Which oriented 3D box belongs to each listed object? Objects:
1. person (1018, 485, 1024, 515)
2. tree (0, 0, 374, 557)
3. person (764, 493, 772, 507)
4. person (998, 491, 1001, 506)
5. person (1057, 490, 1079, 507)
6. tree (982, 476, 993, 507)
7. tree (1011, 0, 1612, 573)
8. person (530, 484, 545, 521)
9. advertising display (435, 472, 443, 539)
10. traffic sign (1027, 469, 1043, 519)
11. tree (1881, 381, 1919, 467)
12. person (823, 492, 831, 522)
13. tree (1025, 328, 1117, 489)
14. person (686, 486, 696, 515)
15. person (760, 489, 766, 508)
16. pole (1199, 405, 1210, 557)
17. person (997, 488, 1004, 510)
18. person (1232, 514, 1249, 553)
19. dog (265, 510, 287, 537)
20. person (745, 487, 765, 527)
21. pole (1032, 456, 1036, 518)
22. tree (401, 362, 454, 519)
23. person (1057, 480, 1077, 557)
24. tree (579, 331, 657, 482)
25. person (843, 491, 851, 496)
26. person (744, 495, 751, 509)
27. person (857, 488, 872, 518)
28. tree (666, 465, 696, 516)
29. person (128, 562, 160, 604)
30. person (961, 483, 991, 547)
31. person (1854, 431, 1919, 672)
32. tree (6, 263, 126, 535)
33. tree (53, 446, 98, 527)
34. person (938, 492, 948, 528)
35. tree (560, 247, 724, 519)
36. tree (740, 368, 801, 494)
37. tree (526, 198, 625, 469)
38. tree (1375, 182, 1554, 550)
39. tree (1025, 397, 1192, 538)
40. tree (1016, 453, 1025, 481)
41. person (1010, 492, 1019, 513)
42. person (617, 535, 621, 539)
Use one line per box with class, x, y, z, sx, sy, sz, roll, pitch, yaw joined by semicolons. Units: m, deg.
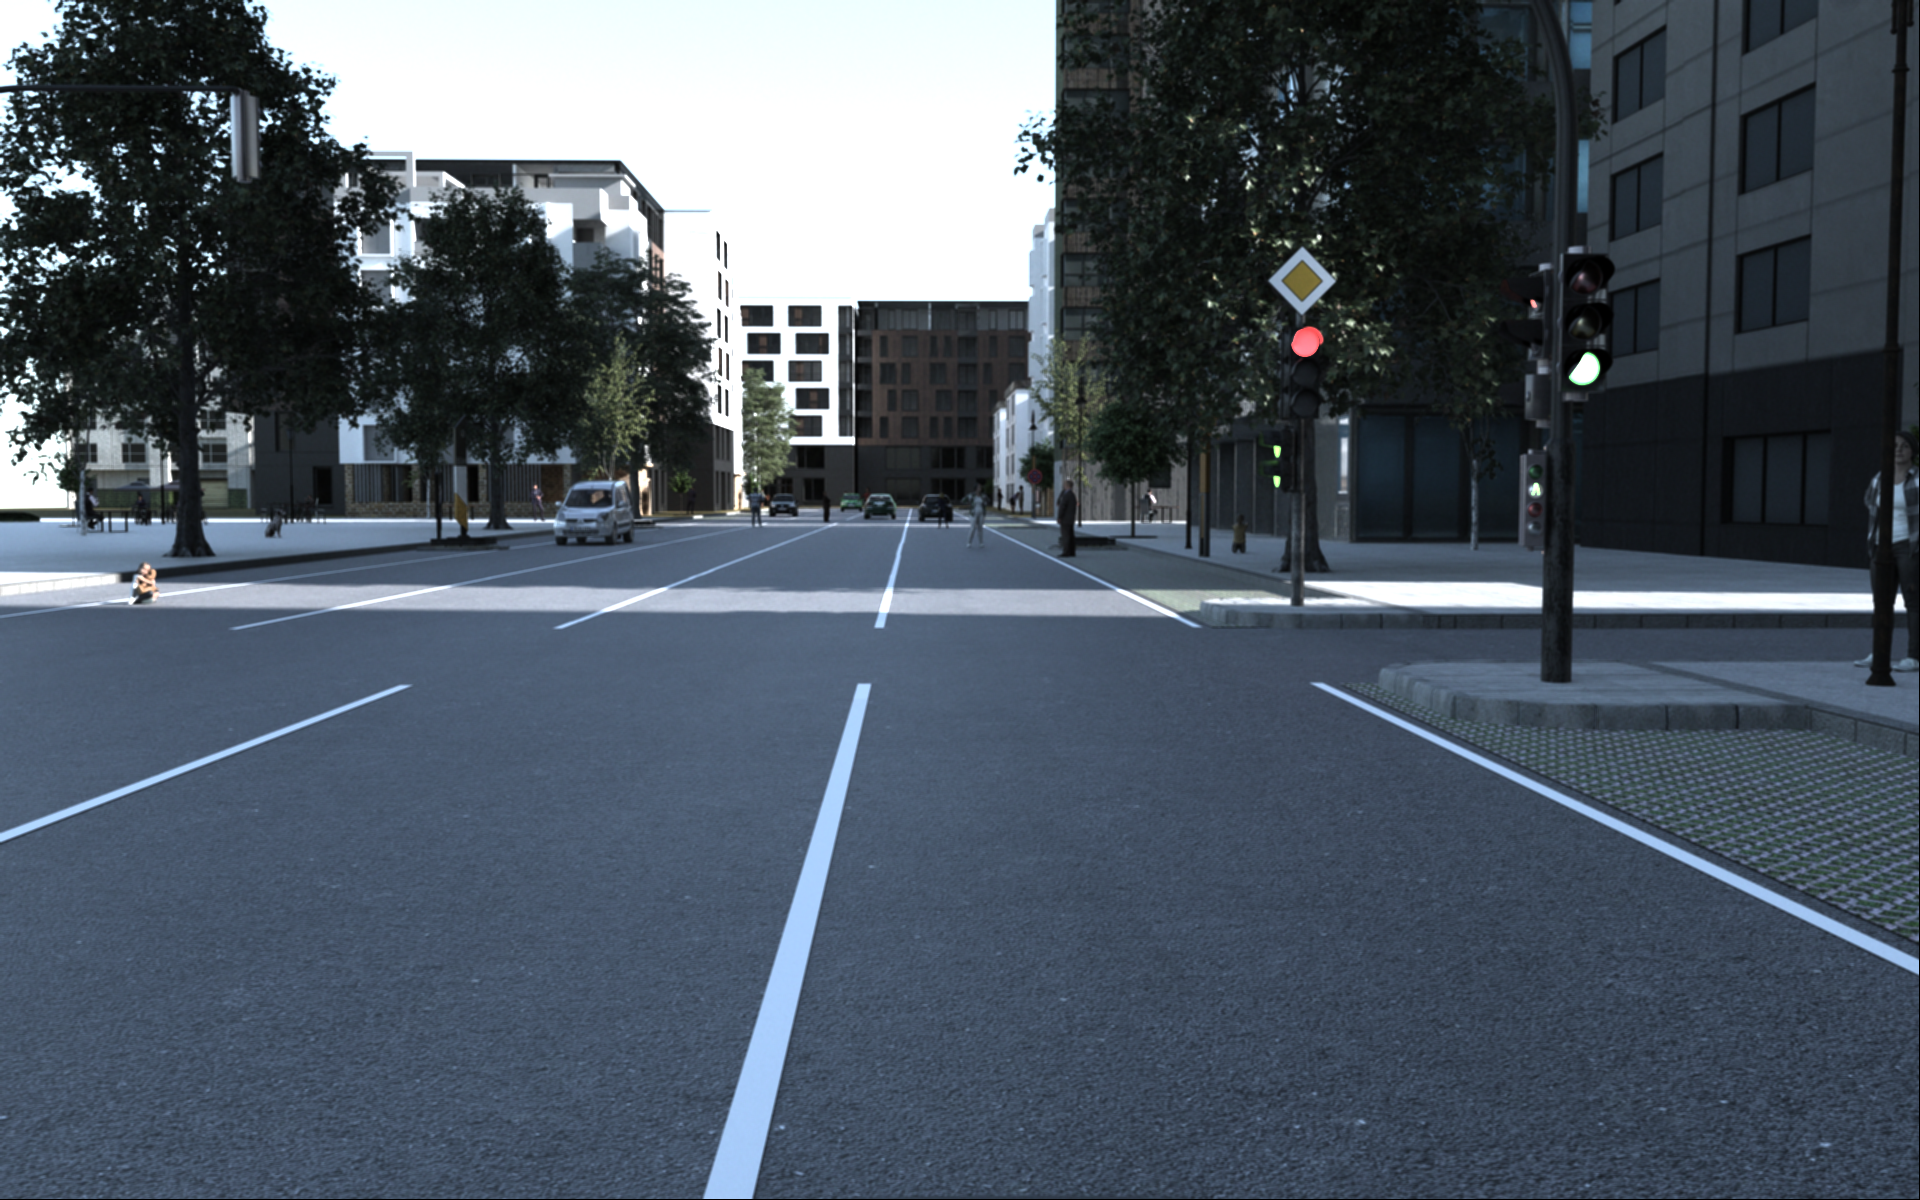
person;3.810;-6.284;108.788;0.705;1.824;1.348;0;4;-4
tree;-15.812;-7.242;35.409;9.611;12.733;9.660;0;3;0
person;-18.961;-9.882;170.872;1.065;1.426;0.557;2;4;30
person;3.400;-8.566;147.566;0.415;1.643;0.593;0;4;-1
person;4.706;-4.222;75.633;0.990;1.755;0.434;1;4;9
tree;2.900;-10.876;172.428;1.663;3.219;1.824;0;3;0
tree;5.665;-6.815;28.438;9.611;12.733;9.660;0;3;0
person;-19.955;-4.609;81.854;0.683;1.767;0.568;-2;4;-24
advertising display;-15.046;-2.739;49.992;0.123;1.923;0.974;-1;4;-12
traffic sign;3.807;-5.376;88.008;0.768;2.556;0.104;0;4;4
tree;14.376;-1.884;25.400;1.663;3.219;1.824;0;3;0
person;-6.869;-4.798;89.216;0.388;1.546;0.482;-1;4;-19
tree;5.072;-7.762;77.274;4.737;8.622;4.395;0;3;0
person;-16.463;-6.098;106.199;0.683;1.767;0.568;1;4;9
person;-18.238;-9.394;160.425;0.721;1.735;1.217;-2;4;-32
pole;4.984;-2.532;35.236;0.158;3.312;0.155;0;3;0
person;3.198;-7.869;135.525;0.721;1.723;1.217;1;4;19
person;6.107;-1.456;37.772;0.347;0.859;0.695;1;4;13
dog;-20.420;-2.268;51.466;0.800;0.831;0.513;3;5;40
person;-8.973;-4.089;76.079;0.841;1.734;0.376;0;4;7
pole;3.948;-6.027;92.381;0.158;3.312;0.155;0;3;0
tree;-27.572;-8.535;89.904;4.737;8.622;4.395;0;3;0
person;2.397;-1.848;39.275;0.434;1.755;0.990;2;4;27
tree;-15.980;-7.875;79.117;4.737;8.622;4.395;0;3;0
person;-10.640;-9.425;163.402;0.742;1.727;0.445;0;4;2
person;-18.441;-8.981;152.869;1.348;1.826;0.705;-1;4;-9
person;-5.622;-5.929;105.375;1.348;1.831;0.705;1;4;23
tree;-16.692;-6.658;103.464;1.663;3.219;1.824;0;3;0
person;-10.658;-0.222;22.609;0.357;0.543;0.381;-1;4;-16
person;0.459;-2.298;46.795;0.841;1.734;0.376;-1;4;-14
person;6.878;-0.358;12.626;0.376;1.734;0.841;-1;4;-20
tree;-27.436;-6.319;53.679;4.360;8.622;3.978;0;3;0
tree;-34.878;-4.509;68.329;1.663;3.219;1.824;0;3;0
person;-0.713;-3.788;72.977;0.613;1.512;0.480;2;4;32
tree;-16.681;-11.095;88.053;9.857;13.997;8.962;0;3;0
tree;-18.192;-14.531;155.711;7.486;12.596;7.792;0;3;0
tree;-16.902;-8.905;62.610;9.611;12.733;9.660;0;3;0
tree;11.585;-5.446;39.413;4.360;8.622;3.978;0;3;0
tree;5.030;-4.115;50.991;4.285;4.588;4.351;0;3;0
tree;4.911;-6.994;98.059;4.285;4.588;4.351;0;3;0
person;3.648;-6.471;115.079;0.697;1.427;0.421;2;4;26
person;-10.992;-2.711;54.788;0.963;1.587;0.435;3;4;36
